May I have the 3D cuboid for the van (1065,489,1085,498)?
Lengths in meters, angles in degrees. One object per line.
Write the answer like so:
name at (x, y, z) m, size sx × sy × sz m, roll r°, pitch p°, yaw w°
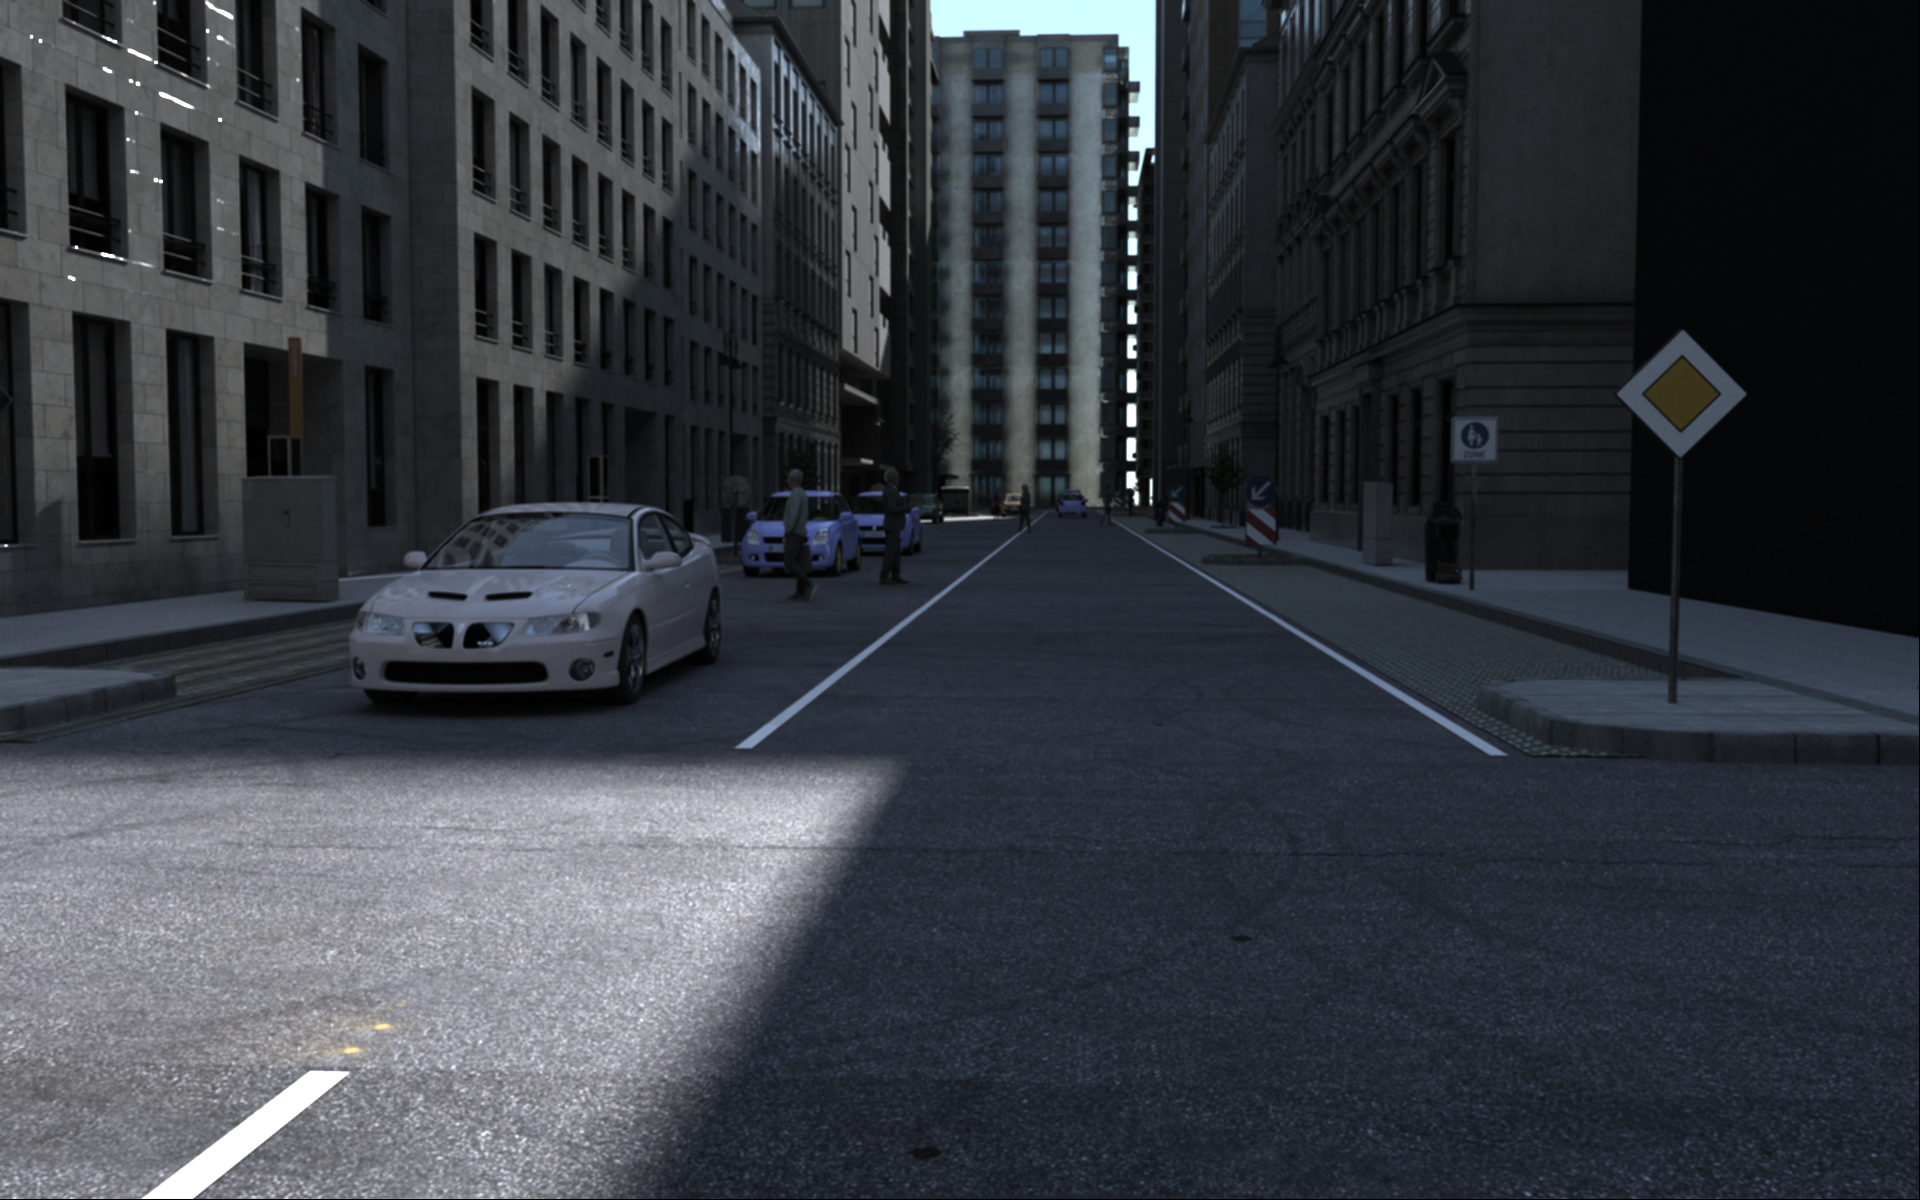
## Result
van at (10.175, -9.087, 155.586) m, size 2.013 × 2.044 × 4.112 m, roll 0°, pitch 4°, yaw 6°

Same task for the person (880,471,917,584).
person at (-0.990, -1.154, 27.547) m, size 0.590 × 1.801 × 0.661 m, roll -1°, pitch 4°, yaw -9°

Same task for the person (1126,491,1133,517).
person at (10.754, -6.100, 109.712) m, size 0.415 × 1.643 × 0.593 m, roll 0°, pitch 4°, yaw 3°

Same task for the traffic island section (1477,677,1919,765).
traffic island section at (4.397, 0.711, 10.649) m, size 2.009 × 0.180 × 2.903 m, roll 0°, pitch 4°, yaw 4°

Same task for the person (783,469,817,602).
person at (-2.153, -0.881, 23.387) m, size 0.515 × 1.767 × 0.782 m, roll 0°, pitch 4°, yaw 4°

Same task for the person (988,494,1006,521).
person at (1.984, -5.020, 93.837) m, size 1.065 × 1.426 × 0.557 m, roll -2°, pitch 4°, yaw -25°

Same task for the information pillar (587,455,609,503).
information pillar at (-6.843, -1.732, 32.812) m, size 0.304 × 2.012 × 0.304 m, roll 1°, pitch 4°, yaw 11°

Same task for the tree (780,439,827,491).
tree at (-5.527, -4.085, 61.390) m, size 1.663 × 3.219 × 1.824 m, roll 0°, pitch 3°, yaw 0°

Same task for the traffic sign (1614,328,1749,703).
traffic sign at (4.373, -0.424, 10.573) m, size 0.795 × 2.450 × 0.064 m, roll 0°, pitch 4°, yaw 4°

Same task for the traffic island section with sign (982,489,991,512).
traffic island section with sign at (1.927, -8.022, 139.784) m, size 1.989 × 1.847 × 2.006 m, roll 0°, pitch 4°, yaw 4°

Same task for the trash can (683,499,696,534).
trash can at (-7.517, -2.156, 46.910) m, size 0.748 × 1.137 × 0.748 m, roll 0°, pitch 3°, yaw 0°

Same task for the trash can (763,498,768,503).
trash can at (-6.303, -2.872, 58.611) m, size 0.748 × 1.137 × 0.748 m, roll 0°, pitch 3°, yaw 0°

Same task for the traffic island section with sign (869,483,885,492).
traffic island section with sign at (-2.949, -3.327, 63.025) m, size 1.989 × 1.847 × 2.006 m, roll 0°, pitch 4°, yaw 4°

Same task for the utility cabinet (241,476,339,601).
utility cabinet at (-8.029, -0.738, 20.737) m, size 1.173 × 1.500 × 0.318 m, roll 1°, pitch 4°, yaw 21°

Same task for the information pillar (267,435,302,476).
information pillar at (-8.515, -1.064, 21.893) m, size 0.304 × 2.012 × 0.304 m, roll 0°, pitch 4°, yaw 7°

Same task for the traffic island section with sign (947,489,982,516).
traffic island section with sign at (0.222, -6.376, 112.883) m, size 1.989 × 1.847 × 2.006 m, roll 0°, pitch 4°, yaw 4°

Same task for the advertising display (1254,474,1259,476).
advertising display at (9.716, -3.143, 56.605) m, size 0.123 × 1.923 × 0.974 m, roll 0°, pitch 4°, yaw 3°

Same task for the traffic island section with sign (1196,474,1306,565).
traffic island section with sign at (5.983, -1.648, 35.570) m, size 1.989 × 1.847 × 2.006 m, roll 0°, pitch 4°, yaw 4°

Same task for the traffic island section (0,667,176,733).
traffic island section at (-6.572, 0.669, 11.349) m, size 2.009 × 0.180 × 2.903 m, roll 0°, pitch 4°, yaw 4°

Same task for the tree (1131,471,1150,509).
tree at (15.187, -9.267, 146.124) m, size 1.663 × 3.219 × 1.824 m, roll 0°, pitch 3°, yaw 0°

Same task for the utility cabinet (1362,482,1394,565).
utility cabinet at (7.587, -1.390, 31.409) m, size 0.318 × 1.500 × 1.173 m, roll 0°, pitch 4°, yaw 2°

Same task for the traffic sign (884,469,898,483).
traffic sign at (-3.453, -5.294, 86.663) m, size 0.768 × 2.556 × 0.104 m, roll 1°, pitch 4°, yaw 12°

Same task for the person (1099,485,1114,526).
person at (6.667, -4.290, 78.671) m, size 0.654 × 1.822 × 0.581 m, roll 1°, pitch 4°, yaw 20°

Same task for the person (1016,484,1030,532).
person at (2.402, -3.438, 64.892) m, size 0.526 × 1.800 × 0.537 m, roll -2°, pitch 4°, yaw -24°

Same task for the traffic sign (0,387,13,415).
traffic sign at (-6.548, -0.467, 11.286) m, size 0.795 × 2.450 × 0.064 m, roll 0°, pitch 4°, yaw 4°

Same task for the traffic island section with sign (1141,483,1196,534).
traffic island section with sign at (7.731, -3.328, 63.048) m, size 1.989 × 1.847 × 2.006 m, roll 0°, pitch 4°, yaw 4°

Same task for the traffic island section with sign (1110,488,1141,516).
traffic island section with sign at (10.868, -6.340, 112.284) m, size 1.989 × 1.847 × 2.006 m, roll 0°, pitch 4°, yaw 4°

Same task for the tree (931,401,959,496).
tree at (-2.066, -11.364, 136.155) m, size 4.360 × 8.622 × 3.978 m, roll 0°, pitch 3°, yaw 0°

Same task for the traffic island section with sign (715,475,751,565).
traffic island section with sign at (-4.687, -1.667, 35.883) m, size 1.989 × 1.847 × 2.006 m, roll 0°, pitch 4°, yaw 4°

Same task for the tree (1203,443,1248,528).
tree at (10.168, -4.364, 65.957) m, size 1.663 × 3.219 × 1.824 m, roll 0°, pitch 3°, yaw 0°

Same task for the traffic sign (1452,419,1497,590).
traffic sign at (6.835, -1.281, 23.068) m, size 0.606 × 2.300 × 0.079 m, roll 0°, pitch 4°, yaw 6°

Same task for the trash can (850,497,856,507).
trash can at (-5.048, -4.507, 85.339) m, size 0.748 × 1.137 × 0.748 m, roll 0°, pitch 3°, yaw 0°

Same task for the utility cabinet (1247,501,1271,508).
utility cabinet at (8.646, -2.382, 50.114) m, size 0.306 × 1.237 × 1.020 m, roll -1°, pitch 4°, yaw -17°
